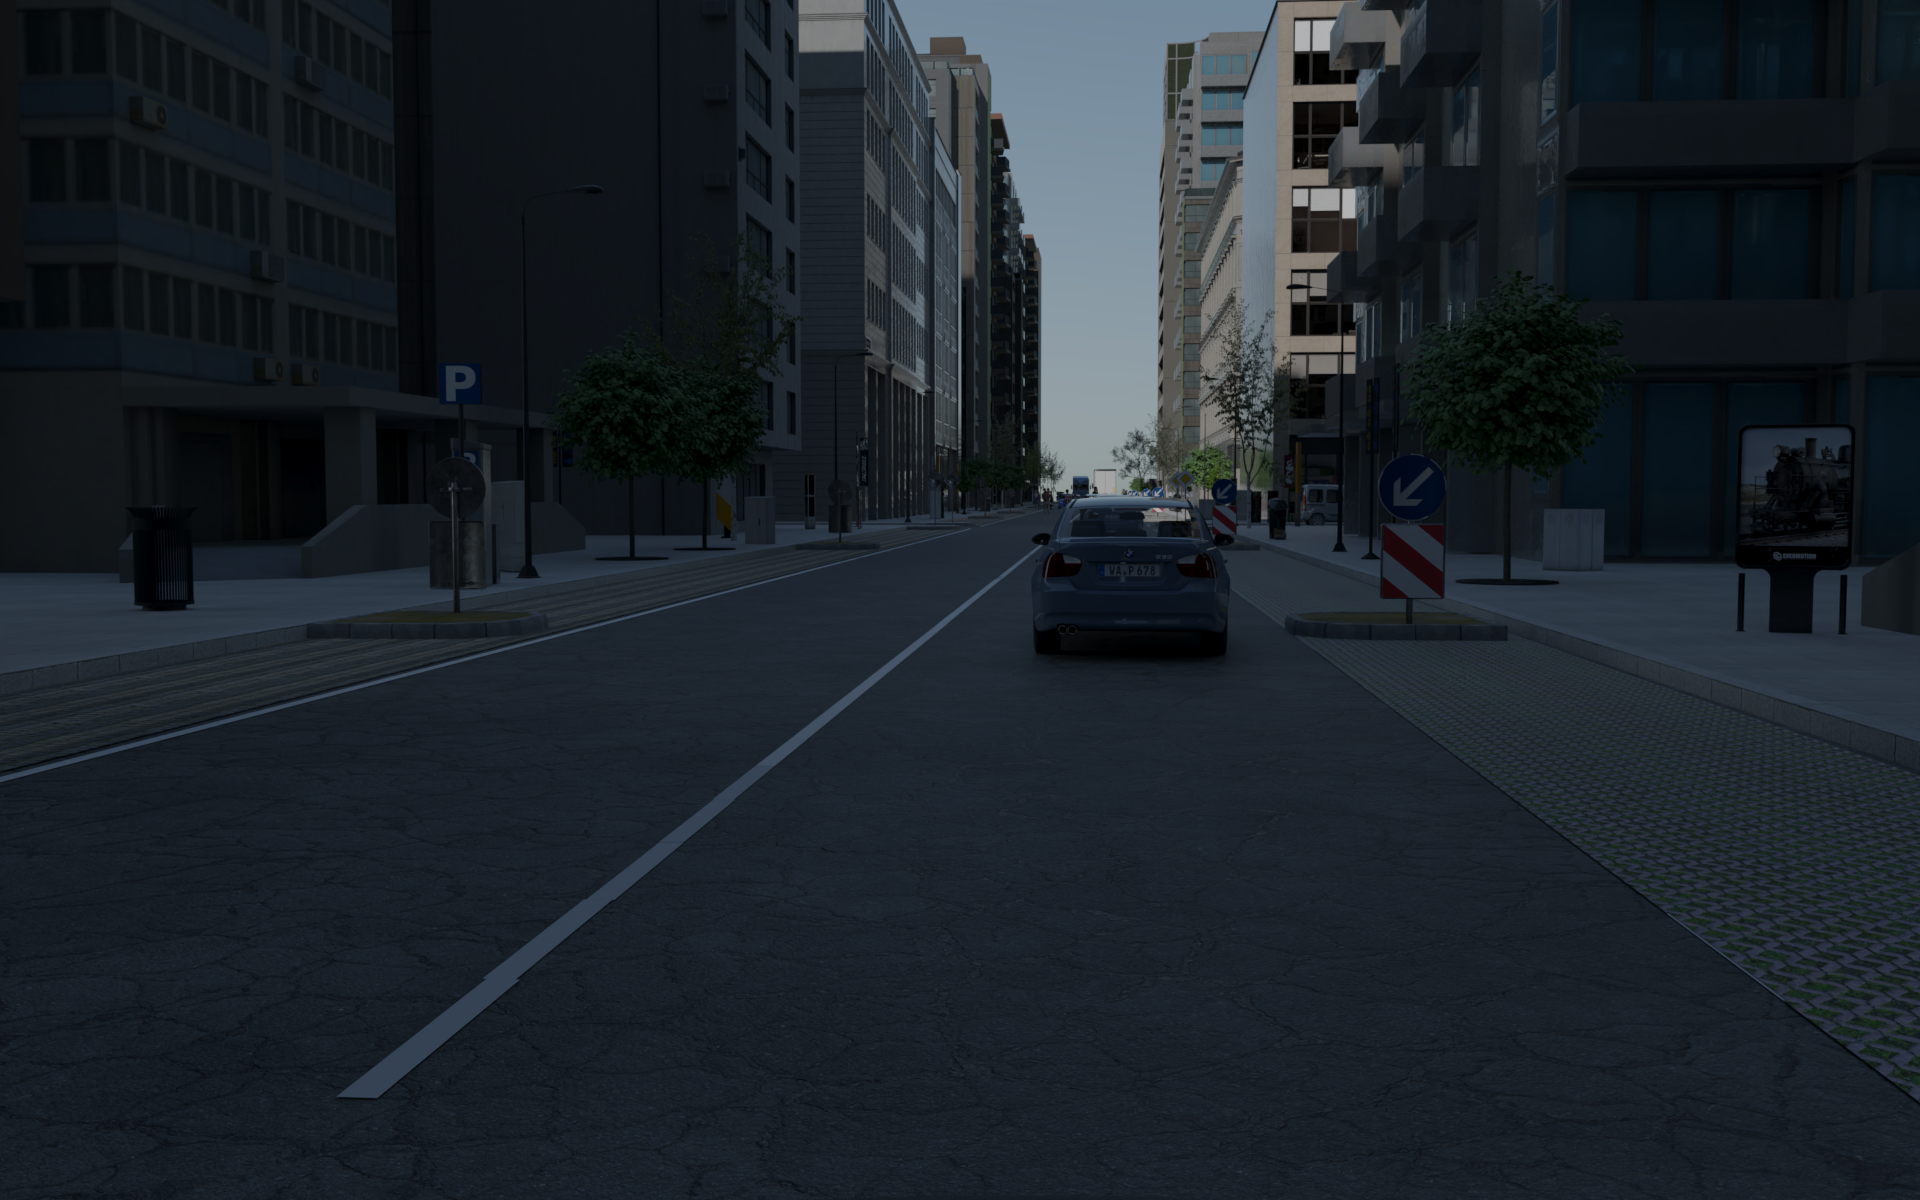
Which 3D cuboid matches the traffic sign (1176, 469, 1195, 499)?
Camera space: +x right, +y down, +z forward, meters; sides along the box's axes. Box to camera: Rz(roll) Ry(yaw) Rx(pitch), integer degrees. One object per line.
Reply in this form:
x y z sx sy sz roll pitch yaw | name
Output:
9.004 -4.008 69.174 0.795 2.450 0.064 0 4 5 | traffic sign

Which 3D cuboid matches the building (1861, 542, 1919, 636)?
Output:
24.252 -19.298 7.411 32.217 40.220 23.993 0 4 5 | building

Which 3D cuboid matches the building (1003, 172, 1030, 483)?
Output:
-1.990 -38.794 253.894 23.786 49.044 30.456 0 4 5 | building

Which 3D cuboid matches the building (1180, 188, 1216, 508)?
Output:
28.103 -24.075 165.335 14.160 30.474 14.107 0 4 5 | building

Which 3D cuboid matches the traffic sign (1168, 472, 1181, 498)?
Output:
9.670 -4.495 77.131 0.795 2.450 0.064 0 4 5 | traffic sign

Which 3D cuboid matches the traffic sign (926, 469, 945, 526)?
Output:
-1.003 -4.060 70.028 0.795 2.450 0.064 0 4 5 | traffic sign

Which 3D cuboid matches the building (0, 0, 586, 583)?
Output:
-25.293 -20.881 33.284 32.217 40.220 23.993 0 4 5 | building

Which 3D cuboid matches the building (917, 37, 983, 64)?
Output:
-4.304 -32.085 174.698 14.600 45.320 14.200 0 4 5 | building

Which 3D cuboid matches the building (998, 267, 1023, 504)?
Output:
0.564 -27.287 217.836 14.160 30.474 14.107 0 4 5 | building

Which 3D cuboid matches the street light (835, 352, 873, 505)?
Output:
-3.535 -5.155 56.824 1.470 5.913 1.316 0 4 5 | street light

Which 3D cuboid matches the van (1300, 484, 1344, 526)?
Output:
16.339 -4.042 73.098 4.112 2.044 2.013 0 4 3 | van

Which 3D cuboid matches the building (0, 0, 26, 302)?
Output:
-14.361 -21.710 5.078 14.600 45.320 14.200 0 4 5 | building

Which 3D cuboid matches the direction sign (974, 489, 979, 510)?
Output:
1.365 -9.231 142.915 0.876 3.537 0.379 -1 4 -12 | direction sign

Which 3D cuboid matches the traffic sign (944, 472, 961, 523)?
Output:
-0.338 -4.547 77.986 0.795 2.450 0.064 0 4 5 | traffic sign

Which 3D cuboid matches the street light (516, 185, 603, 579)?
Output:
-6.057 -3.285 26.243 1.470 5.913 1.316 0 4 5 | street light

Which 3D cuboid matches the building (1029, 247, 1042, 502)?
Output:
7.127 -40.025 304.526 14.600 45.320 14.200 0 4 5 | building

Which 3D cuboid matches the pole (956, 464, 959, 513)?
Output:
-0.172 -7.534 117.027 0.158 3.312 0.155 0 3 0 | pole

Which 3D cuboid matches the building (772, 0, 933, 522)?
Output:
-8.512 -19.385 94.443 11.434 29.767 29.804 0 4 5 | building

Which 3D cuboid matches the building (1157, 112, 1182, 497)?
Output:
35.440 -36.049 213.096 21.300 48.544 21.600 0 4 5 | building

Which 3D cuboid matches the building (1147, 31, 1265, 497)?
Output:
40.325 -51.107 273.852 20.563 71.187 20.611 0 4 5 | building

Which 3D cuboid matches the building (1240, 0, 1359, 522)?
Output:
31.890 -17.204 85.802 34.151 26.468 19.350 0 4 5 | building

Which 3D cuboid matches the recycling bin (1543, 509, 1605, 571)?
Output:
10.324 -1.014 29.140 0.722 1.027 0.722 -2 4 -34 | recycling bin

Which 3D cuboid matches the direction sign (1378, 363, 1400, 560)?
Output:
7.630 -2.348 30.385 0.379 3.537 0.876 1 4 9 | direction sign

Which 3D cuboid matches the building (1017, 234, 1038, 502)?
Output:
1.342 -38.461 283.456 22.147 44.769 28.867 0 4 5 | building

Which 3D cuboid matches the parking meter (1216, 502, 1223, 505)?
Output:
11.779 -4.463 78.686 0.399 1.863 0.255 1 4 10 | parking meter

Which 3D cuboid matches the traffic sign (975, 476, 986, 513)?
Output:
1.402 -7.321 119.810 0.768 2.556 0.104 1 4 10 | traffic sign

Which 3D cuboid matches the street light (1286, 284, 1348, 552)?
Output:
7.902 -4.027 38.385 1.470 5.913 1.316 0 4 5 | street light

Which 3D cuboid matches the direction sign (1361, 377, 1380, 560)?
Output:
8.076 -2.567 33.960 0.379 3.537 0.876 0 4 -1 | direction sign

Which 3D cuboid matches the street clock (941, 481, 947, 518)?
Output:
-0.959 -5.292 91.097 0.471 2.002 0.358 -3 5 -39 | street clock

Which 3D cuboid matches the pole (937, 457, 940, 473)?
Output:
-1.190 -6.154 94.456 0.158 3.312 0.155 0 3 0 | pole

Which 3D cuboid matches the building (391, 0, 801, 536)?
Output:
-13.075 -17.626 59.885 14.107 30.474 14.160 0 4 5 | building

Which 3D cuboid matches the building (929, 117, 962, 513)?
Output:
-6.735 -18.431 119.361 12.078 24.808 19.932 0 4 5 | building

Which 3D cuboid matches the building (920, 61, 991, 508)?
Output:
-4.561 -29.157 160.311 14.154 41.232 14.086 0 4 5 | building

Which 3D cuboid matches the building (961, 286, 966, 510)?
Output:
-6.273 -18.848 137.838 12.332 23.373 15.834 0 4 5 | building

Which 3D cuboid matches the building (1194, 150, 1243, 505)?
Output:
26.995 -21.537 128.544 17.030 29.872 44.131 0 4 5 | building

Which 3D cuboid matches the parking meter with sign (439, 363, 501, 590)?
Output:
-6.724 -1.694 23.950 0.543 3.016 1.738 0 4 -5 | parking meter with sign

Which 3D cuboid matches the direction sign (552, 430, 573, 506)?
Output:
-11.534 -3.543 49.932 0.379 3.537 0.876 3 5 43 | direction sign

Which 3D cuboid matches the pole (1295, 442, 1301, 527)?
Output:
13.349 -4.559 68.381 0.158 3.312 0.155 0 3 0 | pole

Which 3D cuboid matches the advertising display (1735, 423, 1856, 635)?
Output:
7.678 -0.657 15.958 0.974 1.923 0.123 2 4 24 | advertising display

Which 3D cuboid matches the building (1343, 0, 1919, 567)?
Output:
21.515 -25.874 42.650 23.786 49.044 30.456 0 4 5 | building

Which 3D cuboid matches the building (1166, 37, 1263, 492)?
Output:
34.592 -34.675 186.545 23.786 49.044 30.456 0 4 5 | building

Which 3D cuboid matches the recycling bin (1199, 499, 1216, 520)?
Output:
12.317 -4.485 85.890 0.722 1.027 0.722 -1 4 -23 | recycling bin

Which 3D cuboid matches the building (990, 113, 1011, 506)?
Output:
-5.729 -33.136 196.402 22.147 44.769 28.867 0 4 5 | building
